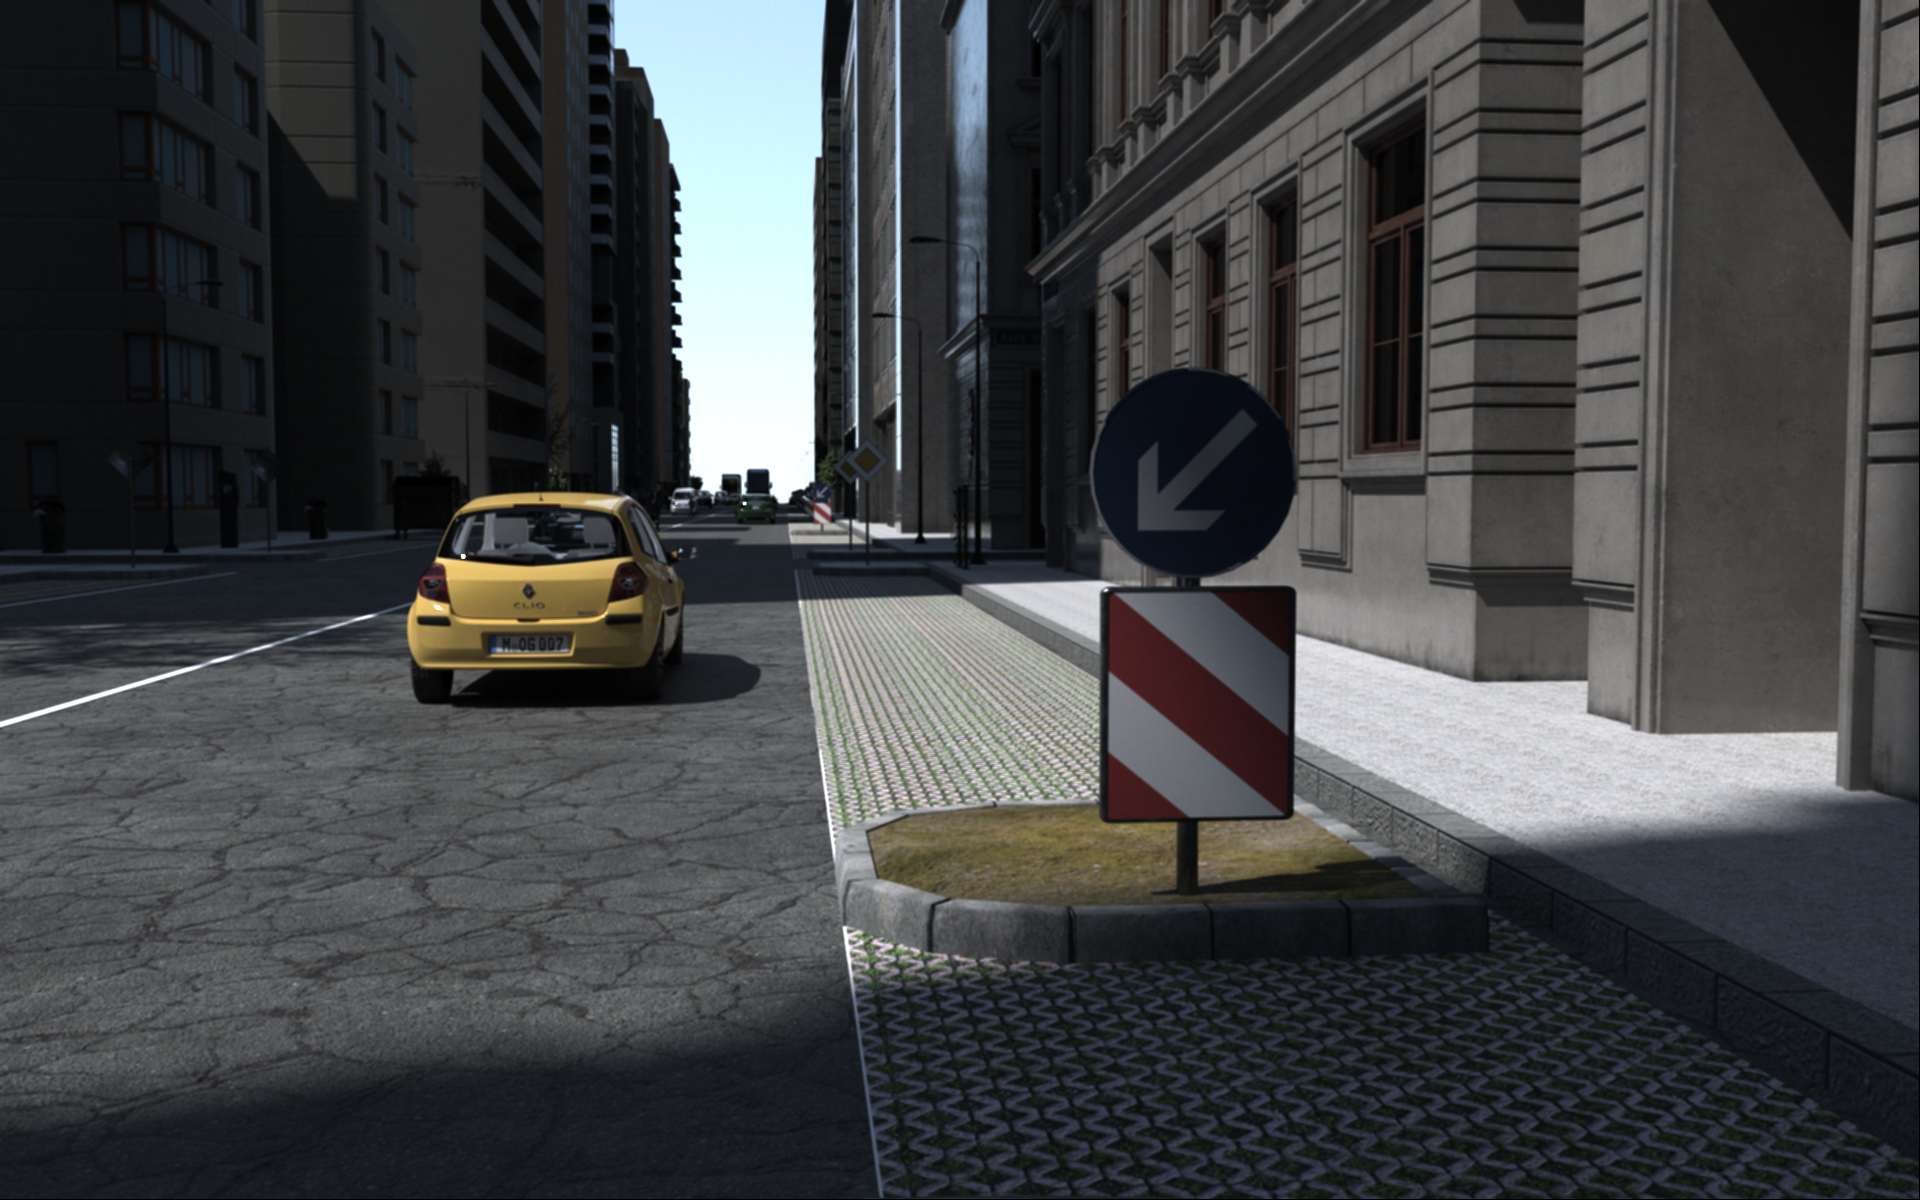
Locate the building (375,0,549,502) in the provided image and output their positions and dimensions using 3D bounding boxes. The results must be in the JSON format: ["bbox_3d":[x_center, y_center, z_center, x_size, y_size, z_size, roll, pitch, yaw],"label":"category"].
[{"bbox_3d":[-32.726,-28.208,84.903,21.300,48.544,21.600,0,4,-6],"label":"building"}]

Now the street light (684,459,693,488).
[{"bbox_3d":[-36.308,-15.852,231.728,1.470,5.913,1.316,0,4,-6],"label":"street light"}]

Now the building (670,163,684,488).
[{"bbox_3d":[-47.256,-34.746,222.727,22.147,44.769,28.867,0,4,-6],"label":"building"}]

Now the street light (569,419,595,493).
[{"bbox_3d":[-23.693,-8.270,107.756,1.470,5.913,1.316,0,4,-6],"label":"street light"}]

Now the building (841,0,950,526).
[{"bbox_3d":[0.457,-16.437,86.763,12.078,24.808,19.932,0,4,-6],"label":"building"}]

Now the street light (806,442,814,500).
[{"bbox_3d":[-12.836,-11.156,154.937,1.470,5.913,1.316,0,4,-6],"label":"street light"}]

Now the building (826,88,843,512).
[{"bbox_3d":[-2.787,-21.751,127.334,14.160,30.474,14.107,0,4,-6],"label":"building"}]

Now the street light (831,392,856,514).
[{"bbox_3d":[-5.176,-6.526,79.246,1.470,5.913,1.316,0,4,-6],"label":"street light"}]

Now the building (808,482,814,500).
[{"bbox_3d":[-6.797,-34.886,262.272,32.217,40.220,23.993,0,4,-6],"label":"building"}]

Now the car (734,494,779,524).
[{"bbox_3d":[-9.823,-4.389,83.565,2.131,1.459,4.920,0,4,-6],"label":"car"}]

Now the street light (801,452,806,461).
[{"bbox_3d":[-17.500,-14.055,202.342,1.470,5.913,1.316,0,4,-6],"label":"street light"}]

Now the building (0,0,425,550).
[{"bbox_3d":[-33.462,-12.676,52.297,27.650,21.520,28.899,0,4,-6],"label":"building"}]

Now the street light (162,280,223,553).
[{"bbox_3d":[-16.662,-3.981,37.635,1.470,5.913,1.316,0,4,-6],"label":"street light"}]

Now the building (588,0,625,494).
[{"bbox_3d":[-38.537,-50.621,140.326,22.319,86.520,31.000,0,4,-6],"label":"building"}]

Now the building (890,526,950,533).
[{"bbox_3d":[3.062,-15.169,66.043,12.078,24.808,19.932,0,4,-6],"label":"building"}]

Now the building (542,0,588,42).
[{"bbox_3d":[-33.230,-28.690,119.192,14.600,45.320,14.200,0,4,-6],"label":"building"}]

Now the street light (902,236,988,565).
[{"bbox_3d":[-0.212,-3.599,31.381,1.470,5.913,1.316,0,4,-6],"label":"street light"}]

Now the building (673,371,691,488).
[{"bbox_3d":[-53.874,-24.875,251.745,27.650,21.520,28.899,0,4,-6],"label":"building"}]

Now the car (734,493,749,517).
[{"bbox_3d":[-13.512,-6.161,110.956,2.015,1.641,3.980,0,4,-5],"label":"car"}]

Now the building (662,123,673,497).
[{"bbox_3d":[-41.082,-33.738,201.731,14.600,45.320,14.200,0,4,-6],"label":"building"}]

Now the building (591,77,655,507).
[{"bbox_3d":[-36.773,-29.413,164.502,14.154,41.232,14.086,0,4,-6],"label":"building"}]

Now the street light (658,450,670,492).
[{"bbox_3d":[-31.368,-12.899,183.438,1.470,5.913,1.316,0,4,-6],"label":"street light"}]

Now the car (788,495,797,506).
[{"bbox_3d":[-20.461,-12.444,216.042,1.945,1.354,3.894,0,4,-7],"label":"car"}]

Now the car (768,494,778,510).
[{"bbox_3d":[-17.650,-8.981,158.838,2.014,1.417,4.499,0,4,-5],"label":"car"}]

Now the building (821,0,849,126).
[{"bbox_3d":[-2.258,-33.136,165.474,21.300,48.544,21.600,0,4,-6],"label":"building"}]

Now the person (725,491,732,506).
[{"bbox_3d":[-28.289,-12.491,212.804,1.350,1.814,0.705,-3,5,-40],"label":"person"}]

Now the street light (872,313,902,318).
[{"bbox_3d":[-1.564,-4.407,44.600,1.470,5.913,1.316,0,4,-6],"label":"street light"}]

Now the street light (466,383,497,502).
[{"bbox_3d":[-20.111,-6.126,72.702,1.470,5.913,1.316,0,4,-6],"label":"street light"}]

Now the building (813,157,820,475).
[{"bbox_3d":[-9.214,-37.558,237.775,21.300,48.544,21.600,0,4,-6],"label":"building"}]

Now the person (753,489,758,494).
[{"bbox_3d":[-17.560,-8.574,148.641,1.348,1.831,0.705,-1,4,-16],"label":"person"}]

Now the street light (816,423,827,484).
[{"bbox_3d":[-8.621,-8.637,113.756,1.470,5.913,1.316,0,4,-6],"label":"street light"}]

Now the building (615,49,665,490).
[{"bbox_3d":[-38.810,-32.309,178.360,14.600,45.320,14.200,0,4,-6],"label":"building"}]

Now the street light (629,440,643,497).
[{"bbox_3d":[-27.879,-10.788,148.932,1.470,5.913,1.316,0,4,-6],"label":"street light"}]

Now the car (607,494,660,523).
[{"bbox_3d":[-6.216,-1.083,29.509,2.131,1.459,4.920,0,4,-7],"label":"car"}]

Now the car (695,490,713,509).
[{"bbox_3d":[-25.629,-9.987,171.960,2.281,1.827,5.304,0,4,-7],"label":"car"}]

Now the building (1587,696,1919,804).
[{"bbox_3d":[9.577,-10.038,0.276,11.583,22.565,21.152,0,4,-6],"label":"building"}]

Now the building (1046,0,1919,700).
[{"bbox_3d":[7.447,-11.323,21.280,11.583,22.565,21.152,0,4,-6],"label":"building"}]

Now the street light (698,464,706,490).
[{"bbox_3d":[-39.697,-17.964,266.244,1.470,5.913,1.316,0,4,-6],"label":"street light"}]

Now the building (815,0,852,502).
[{"bbox_3d":[-7.841,-47.572,216.049,20.563,71.187,20.611,0,4,-6],"label":"building"}]

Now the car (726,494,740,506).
[{"bbox_3d":[-27.082,-12.098,208.023,2.015,1.641,3.980,0,4,-6],"label":"car"}]

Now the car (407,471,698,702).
[{"bbox_3d":[-3.067,-0.195,13.406,2.015,1.641,3.980,0,4,-6],"label":"car"}]

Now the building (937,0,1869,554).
[{"bbox_3d":[9.902,-12.769,44.923,21.152,22.565,11.583,0,4,-6],"label":"building"}]
